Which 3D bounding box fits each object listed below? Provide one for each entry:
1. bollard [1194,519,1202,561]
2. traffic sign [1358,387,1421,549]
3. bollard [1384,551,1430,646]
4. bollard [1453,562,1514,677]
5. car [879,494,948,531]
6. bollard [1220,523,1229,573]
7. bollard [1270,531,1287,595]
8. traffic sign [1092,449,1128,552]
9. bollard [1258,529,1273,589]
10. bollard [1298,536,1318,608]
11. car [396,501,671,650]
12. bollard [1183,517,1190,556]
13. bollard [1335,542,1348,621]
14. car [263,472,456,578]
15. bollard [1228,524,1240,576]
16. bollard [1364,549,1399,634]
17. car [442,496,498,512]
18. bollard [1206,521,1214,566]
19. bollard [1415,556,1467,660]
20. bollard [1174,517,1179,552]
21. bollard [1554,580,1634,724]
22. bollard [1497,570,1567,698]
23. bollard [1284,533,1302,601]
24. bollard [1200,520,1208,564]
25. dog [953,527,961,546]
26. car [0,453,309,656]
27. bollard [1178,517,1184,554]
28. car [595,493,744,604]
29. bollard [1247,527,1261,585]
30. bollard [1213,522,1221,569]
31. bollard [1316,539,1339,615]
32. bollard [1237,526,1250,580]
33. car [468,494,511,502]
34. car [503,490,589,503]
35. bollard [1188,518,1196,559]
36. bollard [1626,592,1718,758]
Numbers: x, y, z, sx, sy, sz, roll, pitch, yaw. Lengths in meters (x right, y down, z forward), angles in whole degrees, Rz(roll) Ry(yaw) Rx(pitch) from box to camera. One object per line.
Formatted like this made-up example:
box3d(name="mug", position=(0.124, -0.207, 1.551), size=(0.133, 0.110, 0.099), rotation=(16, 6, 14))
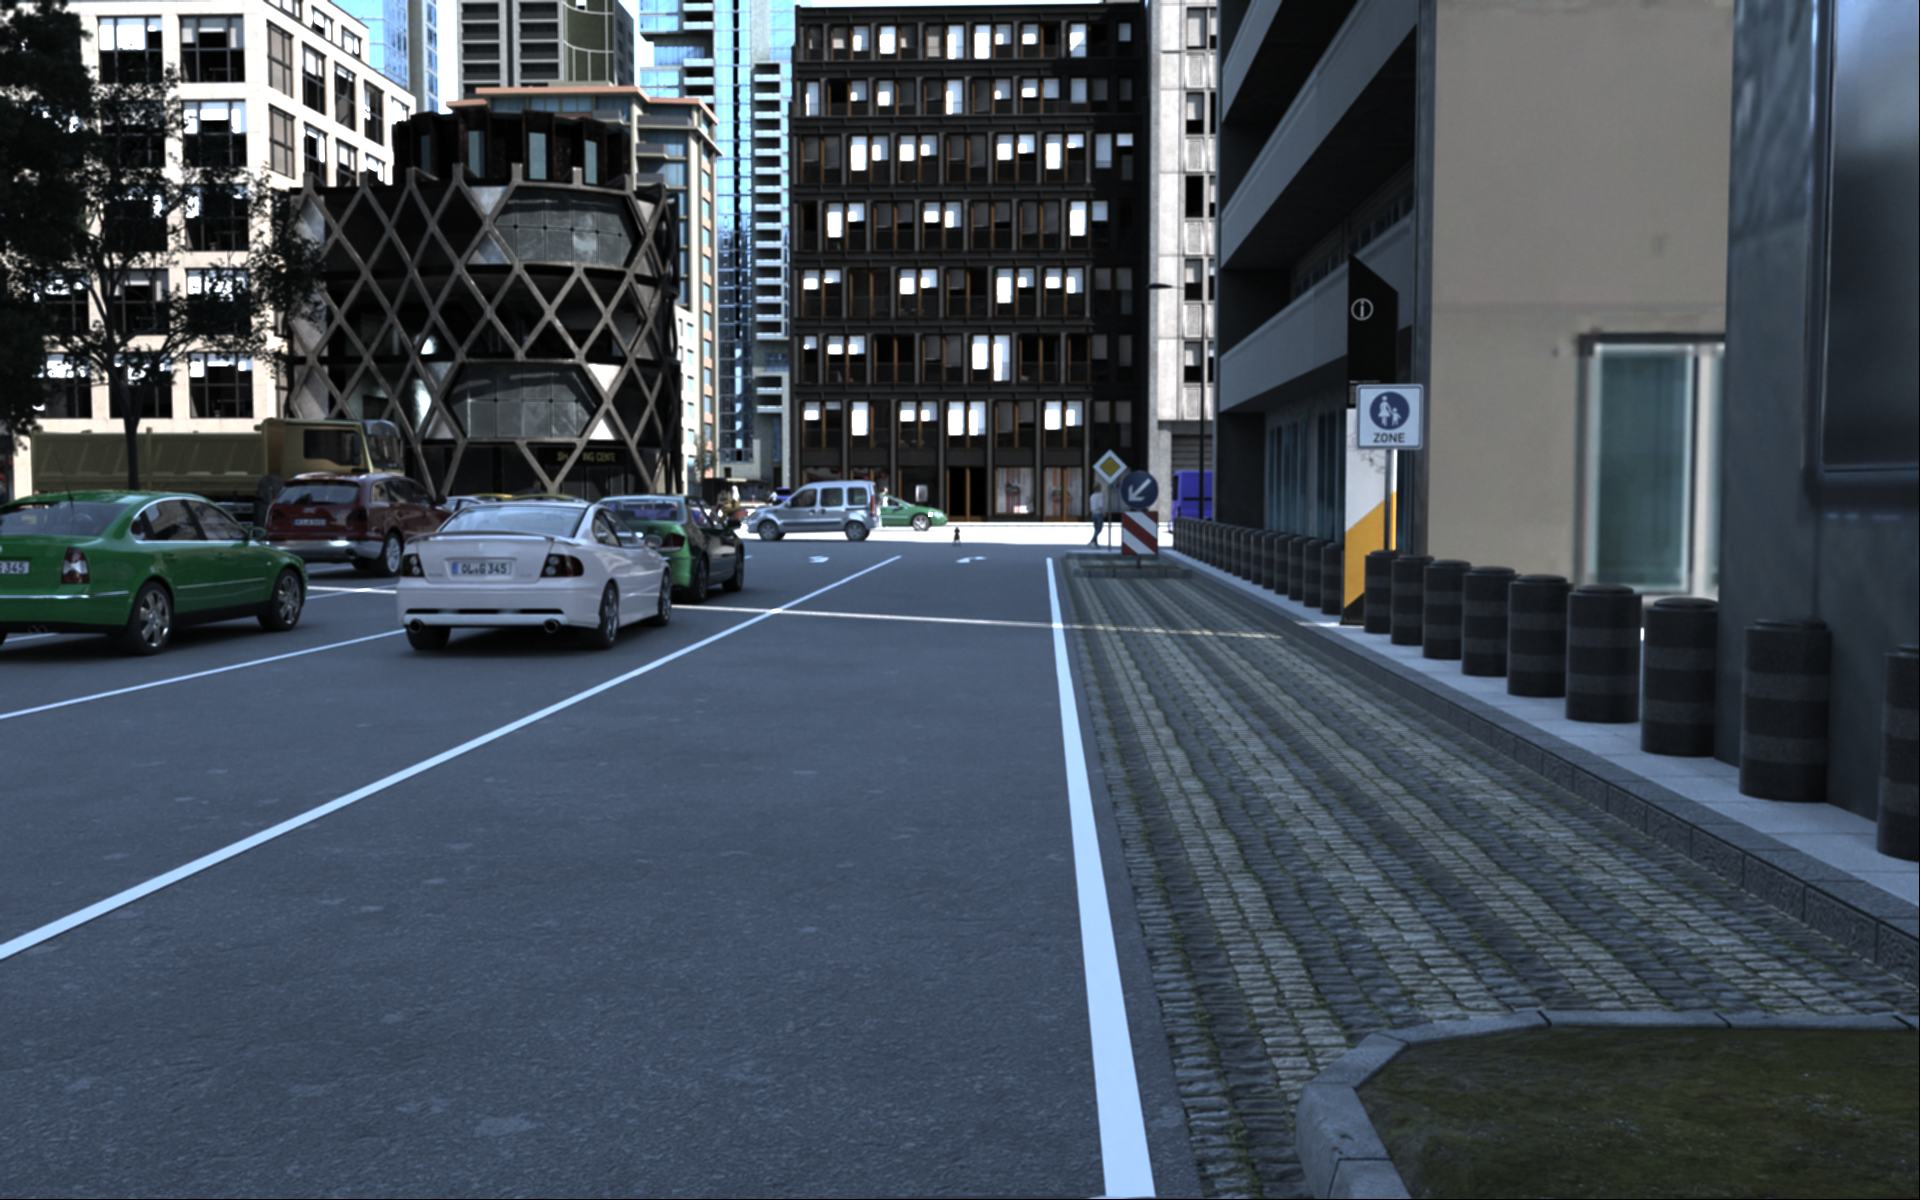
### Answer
box3d(name="bollard", position=(4.753, -1.134, 33.255), size=(0.404, 0.777, 0.398), rotation=(0, 3, 0))
box3d(name="traffic sign", position=(4.012, -0.864, 16.255), size=(0.606, 2.300, 0.079), rotation=(0, 4, 7))
box3d(name="bollard", position=(3.890, -0.005, 14.796), size=(0.404, 0.777, 0.398), rotation=(0, 3, 0))
box3d(name="bollard", position=(3.777, 0.147, 12.307), size=(0.404, 0.777, 0.398), rotation=(0, 3, 0))
box3d(name="car", position=(-2.923, -3.396, 67.329), size=(4.920, 1.459, 2.131), rotation=(0, 4, 2))
box3d(name="bollard", position=(4.522, -0.833, 28.341), size=(0.404, 0.777, 0.398), rotation=(0, 3, 0))
box3d(name="bollard", position=(4.235, -0.457, 22.185), size=(0.404, 0.777, 0.398), rotation=(0, 3, 0))
box3d(name="traffic sign", position=(3.338, -2.139, 38.615), size=(0.795, 2.450, 0.064), rotation=(0, 4, 3))
box3d(name="bollard", position=(4.293, -0.532, 23.416), size=(0.404, 0.777, 0.398), rotation=(0, 3, 0))
box3d(name="bollard", position=(4.116, -0.306, 19.717), size=(0.404, 0.777, 0.398), rotation=(0, 3, 0))
box3d(name="car", position=(-4.118, -0.304, 17.331), size=(2.083, 1.381, 4.827), rotation=(0, 4, 1))
box3d(name="bollard", position=(4.868, -1.285, 35.726), size=(0.404, 0.777, 0.398), rotation=(0, 3, 0))
box3d(name="bollard", position=(4.006, -0.156, 17.261), size=(0.404, 0.777, 0.398), rotation=(0, 3, 0))
box3d(name="car", position=(-10.638, -1.385, 31.325), size=(2.281, 1.827, 5.304), rotation=(0, 4, 4))
box3d(name="bollard", position=(4.465, -0.758, 27.106), size=(0.404, 0.777, 0.398), rotation=(0, 3, 0))
box3d(name="bollard", position=(3.949, -0.080, 16.032), size=(0.404, 0.777, 0.398), rotation=(0, 3, 0))
box3d(name="car", position=(-15.303, -2.441, 52.265), size=(4.827, 1.381, 2.083), rotation=(0, 4, 3))
box3d(name="bollard", position=(4.641, -0.984, 30.798), size=(0.404, 0.777, 0.398), rotation=(0, 3, 0))
box3d(name="bollard", position=(3.830, 0.072, 13.545), size=(0.404, 0.777, 0.398), rotation=(0, 3, 0))
box3d(name="bollard", position=(4.986, -1.435, 38.182), size=(0.404, 0.777, 0.398), rotation=(0, 3, 0))
box3d(name="bollard", position=(3.660, 0.298, 9.849), size=(0.404, 0.777, 0.398), rotation=(0, 3, 0))
box3d(name="bollard", position=(3.714, 0.223, 11.078), size=(0.404, 0.777, 0.398), rotation=(0, 3, 0))
box3d(name="bollard", position=(4.178, -0.381, 20.945), size=(0.404, 0.777, 0.398), rotation=(0, 3, 0))
box3d(name="bollard", position=(4.701, -1.059, 32.027), size=(0.404, 0.777, 0.398), rotation=(0, 3, 0))
box3d(name="dog", position=(-0.091, -1.740, 47.739), size=(0.406, 0.507, 0.540), rotation=(-3, 4, -37))
box3d(name="car", position=(-7.951, -0.486, 16.743), size=(1.959, 1.807, 4.718), rotation=(0, 4, 3))
box3d(name="bollard", position=(4.929, -1.360, 36.954), size=(0.404, 0.777, 0.398), rotation=(0, 3, 0))
box3d(name="car", position=(-4.202, -0.754, 24.122), size=(2.131, 1.459, 4.920), rotation=(0, 4, 3))
box3d(name="bollard", position=(4.351, -0.607, 24.644), size=(0.404, 0.777, 0.398), rotation=(0, 3, 0))
box3d(name="bollard", position=(4.581, -0.908, 29.570), size=(0.404, 0.777, 0.398), rotation=(0, 3, 0))
box3d(name="bollard", position=(4.064, -0.231, 18.489), size=(0.404, 0.777, 0.398), rotation=(0, 3, 0))
box3d(name="bollard", position=(4.408, -0.682, 25.872), size=(0.404, 0.777, 0.398), rotation=(0, 3, 0))
box3d(name="car", position=(-17.626, -3.219, 62.850), size=(3.980, 1.641, 2.015), rotation=(0, 4, 3))
box3d(name="car", position=(-10.325, -2.152, 45.401), size=(3.980, 1.641, 2.015), rotation=(0, 4, 4))
box3d(name="bollard", position=(4.814, -1.210, 34.498), size=(0.404, 0.777, 0.398), rotation=(0, 3, 0))
box3d(name="bollard", position=(3.603, 0.374, 8.605), size=(0.404, 0.777, 0.398), rotation=(0, 3, 0))
